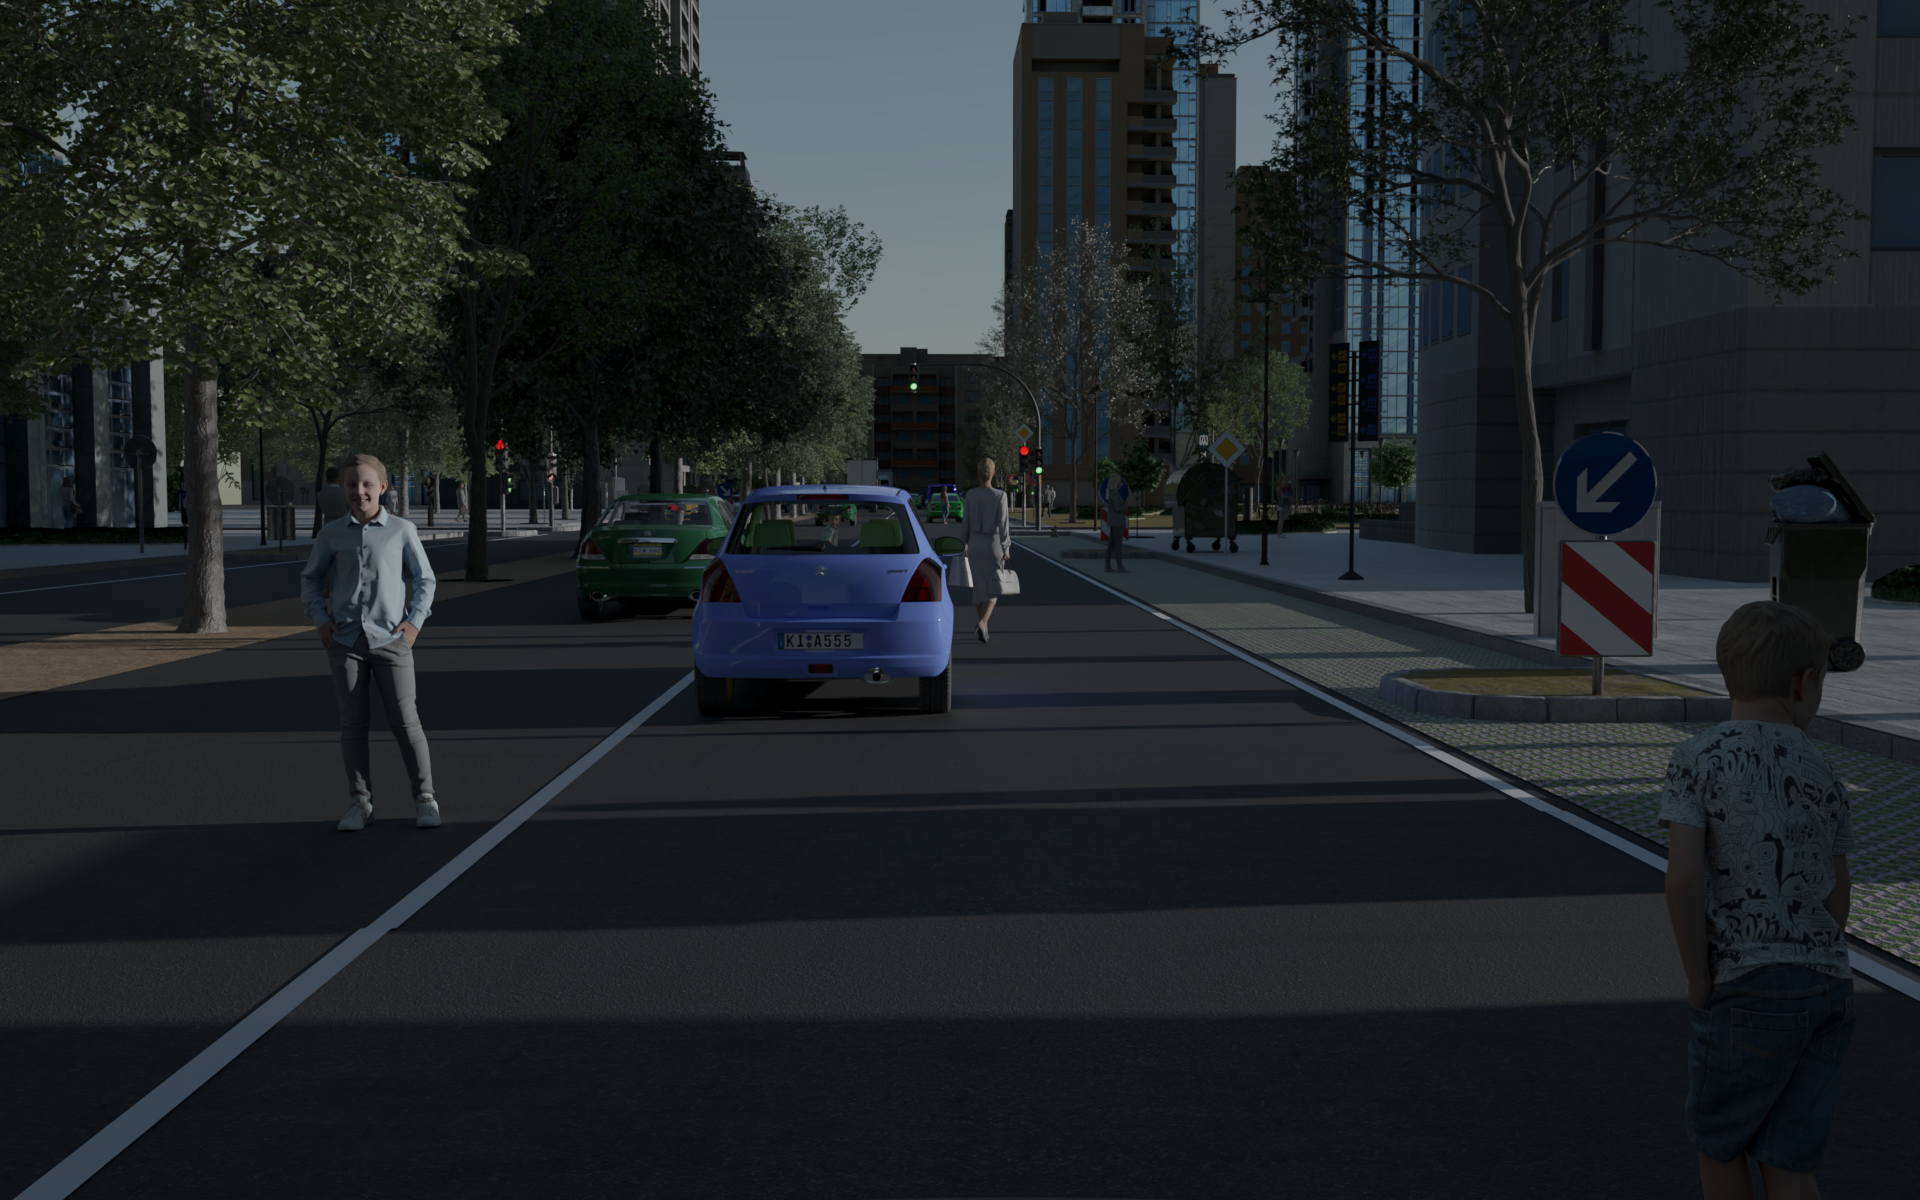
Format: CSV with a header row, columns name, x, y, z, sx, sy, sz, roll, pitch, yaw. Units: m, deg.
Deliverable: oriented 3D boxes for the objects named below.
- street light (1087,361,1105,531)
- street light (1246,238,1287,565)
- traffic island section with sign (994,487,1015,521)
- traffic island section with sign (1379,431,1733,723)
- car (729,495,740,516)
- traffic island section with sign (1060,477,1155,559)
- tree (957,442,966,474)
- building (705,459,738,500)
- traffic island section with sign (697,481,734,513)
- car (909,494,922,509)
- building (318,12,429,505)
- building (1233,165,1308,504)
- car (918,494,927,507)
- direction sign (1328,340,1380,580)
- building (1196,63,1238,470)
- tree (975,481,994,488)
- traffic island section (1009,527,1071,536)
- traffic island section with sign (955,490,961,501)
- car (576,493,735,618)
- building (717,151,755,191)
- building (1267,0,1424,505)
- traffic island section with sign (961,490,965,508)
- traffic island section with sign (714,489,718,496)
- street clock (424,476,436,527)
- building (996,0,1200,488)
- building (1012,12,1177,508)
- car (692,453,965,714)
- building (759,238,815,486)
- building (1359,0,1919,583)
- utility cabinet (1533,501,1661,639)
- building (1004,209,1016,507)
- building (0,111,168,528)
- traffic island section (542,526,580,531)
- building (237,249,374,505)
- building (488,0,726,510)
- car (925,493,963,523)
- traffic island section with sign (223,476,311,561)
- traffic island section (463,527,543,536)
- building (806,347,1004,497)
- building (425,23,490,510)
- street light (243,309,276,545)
name,x,y,z,sx,sy,sz,roll,pitch,yaw
street light,4.723,-5.347,60.206,0.468,5.910,1.993,0,4,-1
street light,5.500,-3.568,31.124,0.468,5.910,1.993,0,4,-1
traffic island section with sign,1.939,-5.173,93.209,1.989,1.847,2.006,0,4,-1
traffic island section with sign,3.953,-0.190,11.729,1.989,1.847,2.006,0,4,-1
car,-12.918,-5.545,102.668,2.014,1.417,4.499,0,4,-3
traffic island section with sign,3.276,-1.854,38.944,1.989,1.847,2.006,0,4,-1
tree,1.607,-15.938,210.951,4.737,8.622,4.395,0,3,0
building,-31.497,-25.656,191.178,14.160,30.474,14.107,0,4,-1
traffic island section with sign,-9.125,-3.661,67.992,2.006,1.907,1.989,0,4,-1
car,-4.564,-9.456,163.393,1.959,1.807,4.718,0,4,-3
building,-75.517,-56.561,237.444,31.000,86.520,22.319,0,4,-1
building,43.511,-36.020,239.033,14.200,45.320,14.600,0,4,-1
car,-4.483,-11.140,191.932,2.009,1.686,4.222,0,4,-3
direction sign,5.866,-2.071,25.862,0.379,3.537,0.876,-3,5,-41
building,22.258,-42.707,240.262,28.212,58.520,21.231,0,4,-1
tree,2.882,-11.808,187.663,1.663,3.219,1.824,0,3,0
traffic island section,2.743,-2.346,60.635,2.009,0.180,2.903,0,4,-1
traffic island section with sign,-0.640,-11.596,198.223,1.989,1.847,2.006,0,4,-1
car,-3.542,-0.589,21.425,2.131,1.459,4.920,0,4,-2
building,-31.790,-32.079,208.084,14.086,41.232,14.154,0,4,-1
building,53.924,-54.599,205.369,31.000,86.520,22.319,0,4,-1
traffic island section with sign,1.283,-6.821,120.156,1.989,1.847,2.006,0,4,-1
traffic island section with sign,-17.042,-6.820,120.127,1.989,1.847,2.006,0,4,-1
street clock,-20.706,-3.862,67.707,0.471,2.002,0.358,3,5,44
building,16.019,-54.232,199.371,22.319,86.520,31.000,0,4,-1
building,12.236,-31.380,163.168,14.600,45.320,14.200,0,4,-1
car,-0.921,-0.184,12.603,1.945,1.707,3.694,0,4,-2
building,-32.874,-33.819,244.826,23.993,40.220,32.217,0,4,-1
building,21.423,-30.305,37.486,21.231,58.520,28.212,0,4,-1
utility cabinet,5.711,-0.269,15.558,1.020,1.237,0.306,1,4,10
building,11.447,-24.834,177.734,14.160,30.474,14.107,0,4,-1
building,-41.846,-44.733,44.053,31.000,86.520,22.319,0,4,-1
traffic island section,-16.089,-2.806,68.166,2.009,0.180,2.903,0,4,-1
building,-77.245,-26.705,208.323,14.107,30.474,14.160,0,4,-1
building,-34.369,-44.910,172.533,20.563,71.187,20.611,0,4,-1
car,-0.777,-4.780,86.946,1.959,1.807,4.718,0,4,-3
traffic island section with sign,-15.023,-1.789,37.873,1.989,1.847,2.006,0,4,-1
traffic island section,-15.893,-2.318,60.183,2.009,0.180,2.903,0,4,-1
building,-6.364,-24.387,243.761,28.899,21.520,27.650,0,4,-1
building,-34.017,-43.649,151.910,20.563,71.187,20.611,0,4,-1
street light,-17.475,-4.311,43.273,0.468,5.910,1.993,0,4,-1
